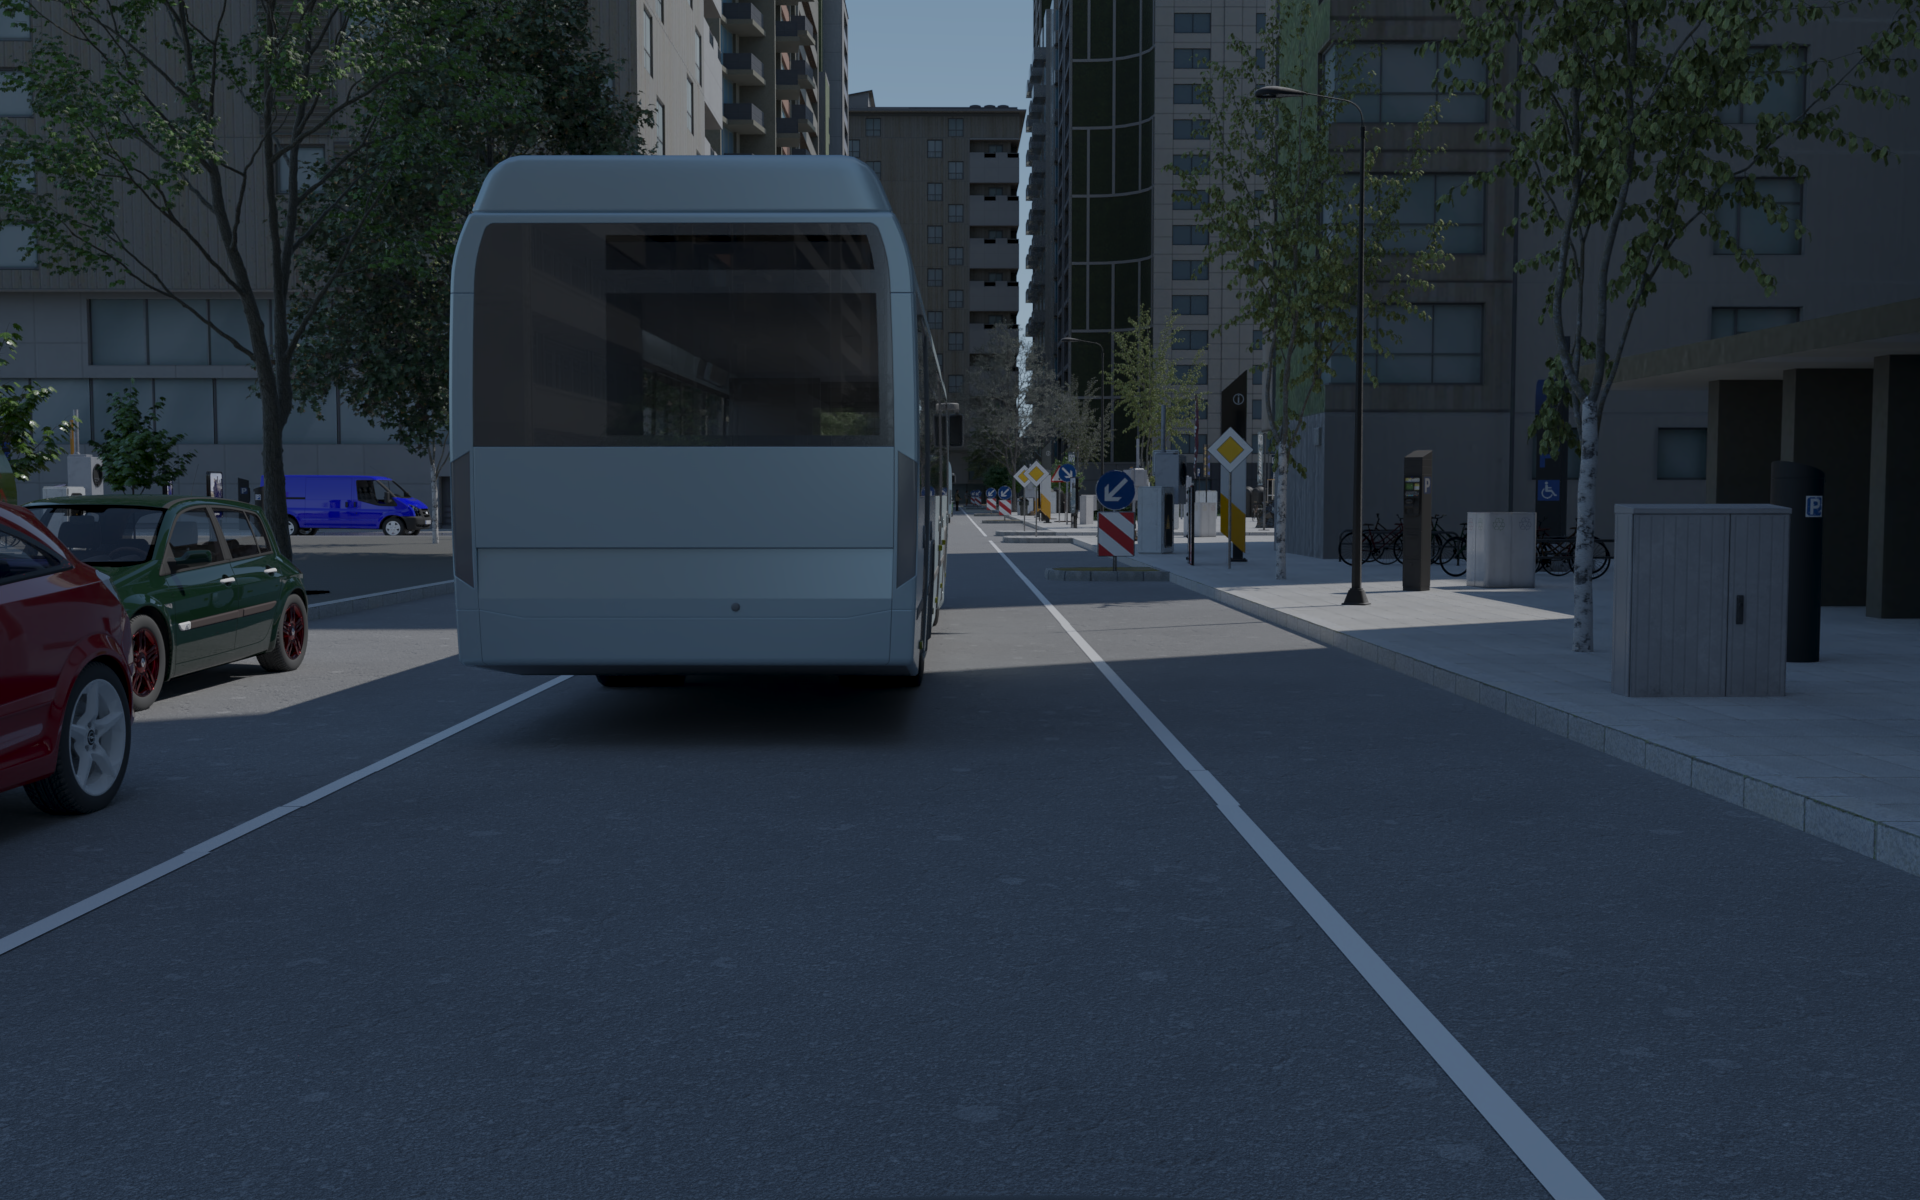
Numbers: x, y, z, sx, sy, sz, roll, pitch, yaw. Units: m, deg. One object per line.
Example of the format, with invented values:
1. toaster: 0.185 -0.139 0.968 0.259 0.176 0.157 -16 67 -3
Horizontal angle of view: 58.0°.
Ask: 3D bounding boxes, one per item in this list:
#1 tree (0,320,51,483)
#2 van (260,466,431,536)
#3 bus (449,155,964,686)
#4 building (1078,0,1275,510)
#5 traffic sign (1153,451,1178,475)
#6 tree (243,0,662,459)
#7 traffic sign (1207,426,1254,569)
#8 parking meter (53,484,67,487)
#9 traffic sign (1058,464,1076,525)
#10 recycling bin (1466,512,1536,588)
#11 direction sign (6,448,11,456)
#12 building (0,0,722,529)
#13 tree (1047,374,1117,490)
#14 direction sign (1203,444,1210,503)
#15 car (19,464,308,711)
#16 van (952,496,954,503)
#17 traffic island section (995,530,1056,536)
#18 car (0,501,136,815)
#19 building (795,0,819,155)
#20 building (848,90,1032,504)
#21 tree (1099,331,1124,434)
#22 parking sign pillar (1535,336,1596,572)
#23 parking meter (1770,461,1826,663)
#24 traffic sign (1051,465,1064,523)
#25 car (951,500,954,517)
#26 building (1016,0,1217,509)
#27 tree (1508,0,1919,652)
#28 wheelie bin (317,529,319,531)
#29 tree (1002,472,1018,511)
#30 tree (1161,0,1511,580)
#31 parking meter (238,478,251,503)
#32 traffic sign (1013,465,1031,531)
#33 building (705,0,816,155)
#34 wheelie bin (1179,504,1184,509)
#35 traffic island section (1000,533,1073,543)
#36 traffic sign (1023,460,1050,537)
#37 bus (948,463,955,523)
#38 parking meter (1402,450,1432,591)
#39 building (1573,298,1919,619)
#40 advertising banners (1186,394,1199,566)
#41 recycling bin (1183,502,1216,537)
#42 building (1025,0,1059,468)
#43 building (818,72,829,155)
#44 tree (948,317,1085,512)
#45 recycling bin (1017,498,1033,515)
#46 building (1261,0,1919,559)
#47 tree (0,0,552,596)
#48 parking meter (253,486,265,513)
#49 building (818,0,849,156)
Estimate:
1. tree: -9.351 -1.315 16.094 1.663 3.219 1.824 0 3 0
2. van: -19.907 -3.172 56.253 5.245 2.365 2.240 0 4 -1
3. bus: -1.462 -1.296 16.052 2.948 3.499 13.247 0 4 0
4. building: 16.818 -43.185 144.321 20.563 71.187 20.611 0 4 0
5. traffic sign: 4.785 -2.337 40.334 0.606 2.300 0.079 0 4 2
6. tree: -9.523 -7.226 35.159 9.611 12.733 9.660 0 3 0
7. traffic sign: 4.625 -1.743 29.684 0.795 2.450 0.064 1 4 8
8. parking meter: -22.255 -2.103 42.793 0.372 1.533 0.369 0 3 0
9. traffic sign: 4.505 -4.449 72.851 0.768 2.556 0.104 0 4 1
10. recycling bin: 7.466 -0.694 23.906 0.722 1.027 0.722 0 4 -5
11. direction sign: -32.731 -4.089 58.855 0.876 3.537 0.379 -2 4 -33
12. building: -25.062 -29.671 74.358 28.713 52.752 27.495 0 4 0
13. tree: 7.448 -9.578 106.968 4.360 8.622 3.978 0 3 0
14. direction sign: 11.271 -5.334 79.209 0.379 3.537 0.876 2 4 27
15. car: -6.232 -0.175 12.640 2.009 1.686 4.222 0 3 0
16. van: -1.680 -11.037 187.466 2.013 2.044 4.112 0 4 -2
17. traffic island section: 2.243 -2.291 59.741 2.009 0.180 2.903 0 4 0
18. car: -4.739 0.166 6.330 2.155 1.783 4.494 0 4 -1
19. building: -23.201 -31.871 144.795 21.300 48.544 21.600 0 4 0
20. building: -3.265 -39.475 234.657 27.495 52.752 28.713 0 4 0
21. tree: 7.578 -7.188 67.887 4.737 8.622 4.395 0 3 0
22. parking sign pillar: 9.953 -2.485 29.099 1.447 3.967 1.447 1 4 23
23. parking meter: 6.418 -0.299 13.308 0.372 1.533 0.369 0 3 0
24. traffic sign: 4.437 -4.729 77.316 0.884 2.594 0.081 0 4 5
25. car: -1.395 -6.039 110.536 2.131 1.459 4.920 0 4 -2
26. building: 16.702 -46.328 195.717 20.563 71.187 20.611 0 4 0
27. tree: 5.310 -3.887 13.918 4.737 8.622 4.395 0 3 0
28. wheelie bin: -22.697 -3.204 60.300 0.980 1.594 0.693 -1 4 -8
29. tree: 4.095 -8.292 130.178 1.663 3.219 1.824 0 3 0
30. tree: 5.062 -4.616 25.833 4.737 8.622 4.395 0 3 0
31. parking meter: -25.404 -3.412 61.489 0.399 1.863 0.255 -2 4 -26
32. traffic sign: 2.220 -3.426 59.663 0.795 2.450 0.064 0 4 0
33. building: -21.190 -28.149 114.863 22.147 44.769 28.867 0 4 0
34. wheelie bin: 13.906 -6.219 109.593 0.693 1.594 0.980 2 4 28
35. traffic island section: 2.298 -1.803 51.756 2.009 0.180 2.903 0 4 0
36. traffic sign: 2.275 -2.938 51.678 0.795 2.450 0.064 0 4 0
37. bus: -1.701 -5.702 88.082 2.948 3.499 13.247 0 4 0
38. parking meter: 6.052 -1.053 22.926 0.255 1.863 0.399 3 4 38
39. building: 19.152 -21.625 8.193 22.147 44.769 28.867 0 4 0
40. advertising banners: 4.192 -2.144 31.240 0.090 3.025 2.074 0 4 4
41. recycling bin: 7.166 -2.396 51.734 0.722 1.027 0.722 -3 4 -38
42. building: 17.908 -33.719 170.915 23.786 49.044 30.456 0 4 0
43. building: -19.692 -29.312 162.852 14.154 41.232 14.086 0 4 0
44. tree: 3.673 -12.883 121.014 12.009 13.543 11.850 0 3 0
45. recycling bin: 4.003 -5.735 106.319 0.722 1.027 0.722 -3 5 -44
46. building: 14.123 -21.783 39.754 14.154 41.232 14.086 0 4 0
47. tree: -8.784 -5.880 21.893 9.928 11.665 9.643 0 3 0
48. parking meter: -21.069 -2.676 52.162 0.372 1.533 0.369 0 3 0
49. building: -26.895 -40.055 196.904 28.212 58.520 21.231 0 4 0
